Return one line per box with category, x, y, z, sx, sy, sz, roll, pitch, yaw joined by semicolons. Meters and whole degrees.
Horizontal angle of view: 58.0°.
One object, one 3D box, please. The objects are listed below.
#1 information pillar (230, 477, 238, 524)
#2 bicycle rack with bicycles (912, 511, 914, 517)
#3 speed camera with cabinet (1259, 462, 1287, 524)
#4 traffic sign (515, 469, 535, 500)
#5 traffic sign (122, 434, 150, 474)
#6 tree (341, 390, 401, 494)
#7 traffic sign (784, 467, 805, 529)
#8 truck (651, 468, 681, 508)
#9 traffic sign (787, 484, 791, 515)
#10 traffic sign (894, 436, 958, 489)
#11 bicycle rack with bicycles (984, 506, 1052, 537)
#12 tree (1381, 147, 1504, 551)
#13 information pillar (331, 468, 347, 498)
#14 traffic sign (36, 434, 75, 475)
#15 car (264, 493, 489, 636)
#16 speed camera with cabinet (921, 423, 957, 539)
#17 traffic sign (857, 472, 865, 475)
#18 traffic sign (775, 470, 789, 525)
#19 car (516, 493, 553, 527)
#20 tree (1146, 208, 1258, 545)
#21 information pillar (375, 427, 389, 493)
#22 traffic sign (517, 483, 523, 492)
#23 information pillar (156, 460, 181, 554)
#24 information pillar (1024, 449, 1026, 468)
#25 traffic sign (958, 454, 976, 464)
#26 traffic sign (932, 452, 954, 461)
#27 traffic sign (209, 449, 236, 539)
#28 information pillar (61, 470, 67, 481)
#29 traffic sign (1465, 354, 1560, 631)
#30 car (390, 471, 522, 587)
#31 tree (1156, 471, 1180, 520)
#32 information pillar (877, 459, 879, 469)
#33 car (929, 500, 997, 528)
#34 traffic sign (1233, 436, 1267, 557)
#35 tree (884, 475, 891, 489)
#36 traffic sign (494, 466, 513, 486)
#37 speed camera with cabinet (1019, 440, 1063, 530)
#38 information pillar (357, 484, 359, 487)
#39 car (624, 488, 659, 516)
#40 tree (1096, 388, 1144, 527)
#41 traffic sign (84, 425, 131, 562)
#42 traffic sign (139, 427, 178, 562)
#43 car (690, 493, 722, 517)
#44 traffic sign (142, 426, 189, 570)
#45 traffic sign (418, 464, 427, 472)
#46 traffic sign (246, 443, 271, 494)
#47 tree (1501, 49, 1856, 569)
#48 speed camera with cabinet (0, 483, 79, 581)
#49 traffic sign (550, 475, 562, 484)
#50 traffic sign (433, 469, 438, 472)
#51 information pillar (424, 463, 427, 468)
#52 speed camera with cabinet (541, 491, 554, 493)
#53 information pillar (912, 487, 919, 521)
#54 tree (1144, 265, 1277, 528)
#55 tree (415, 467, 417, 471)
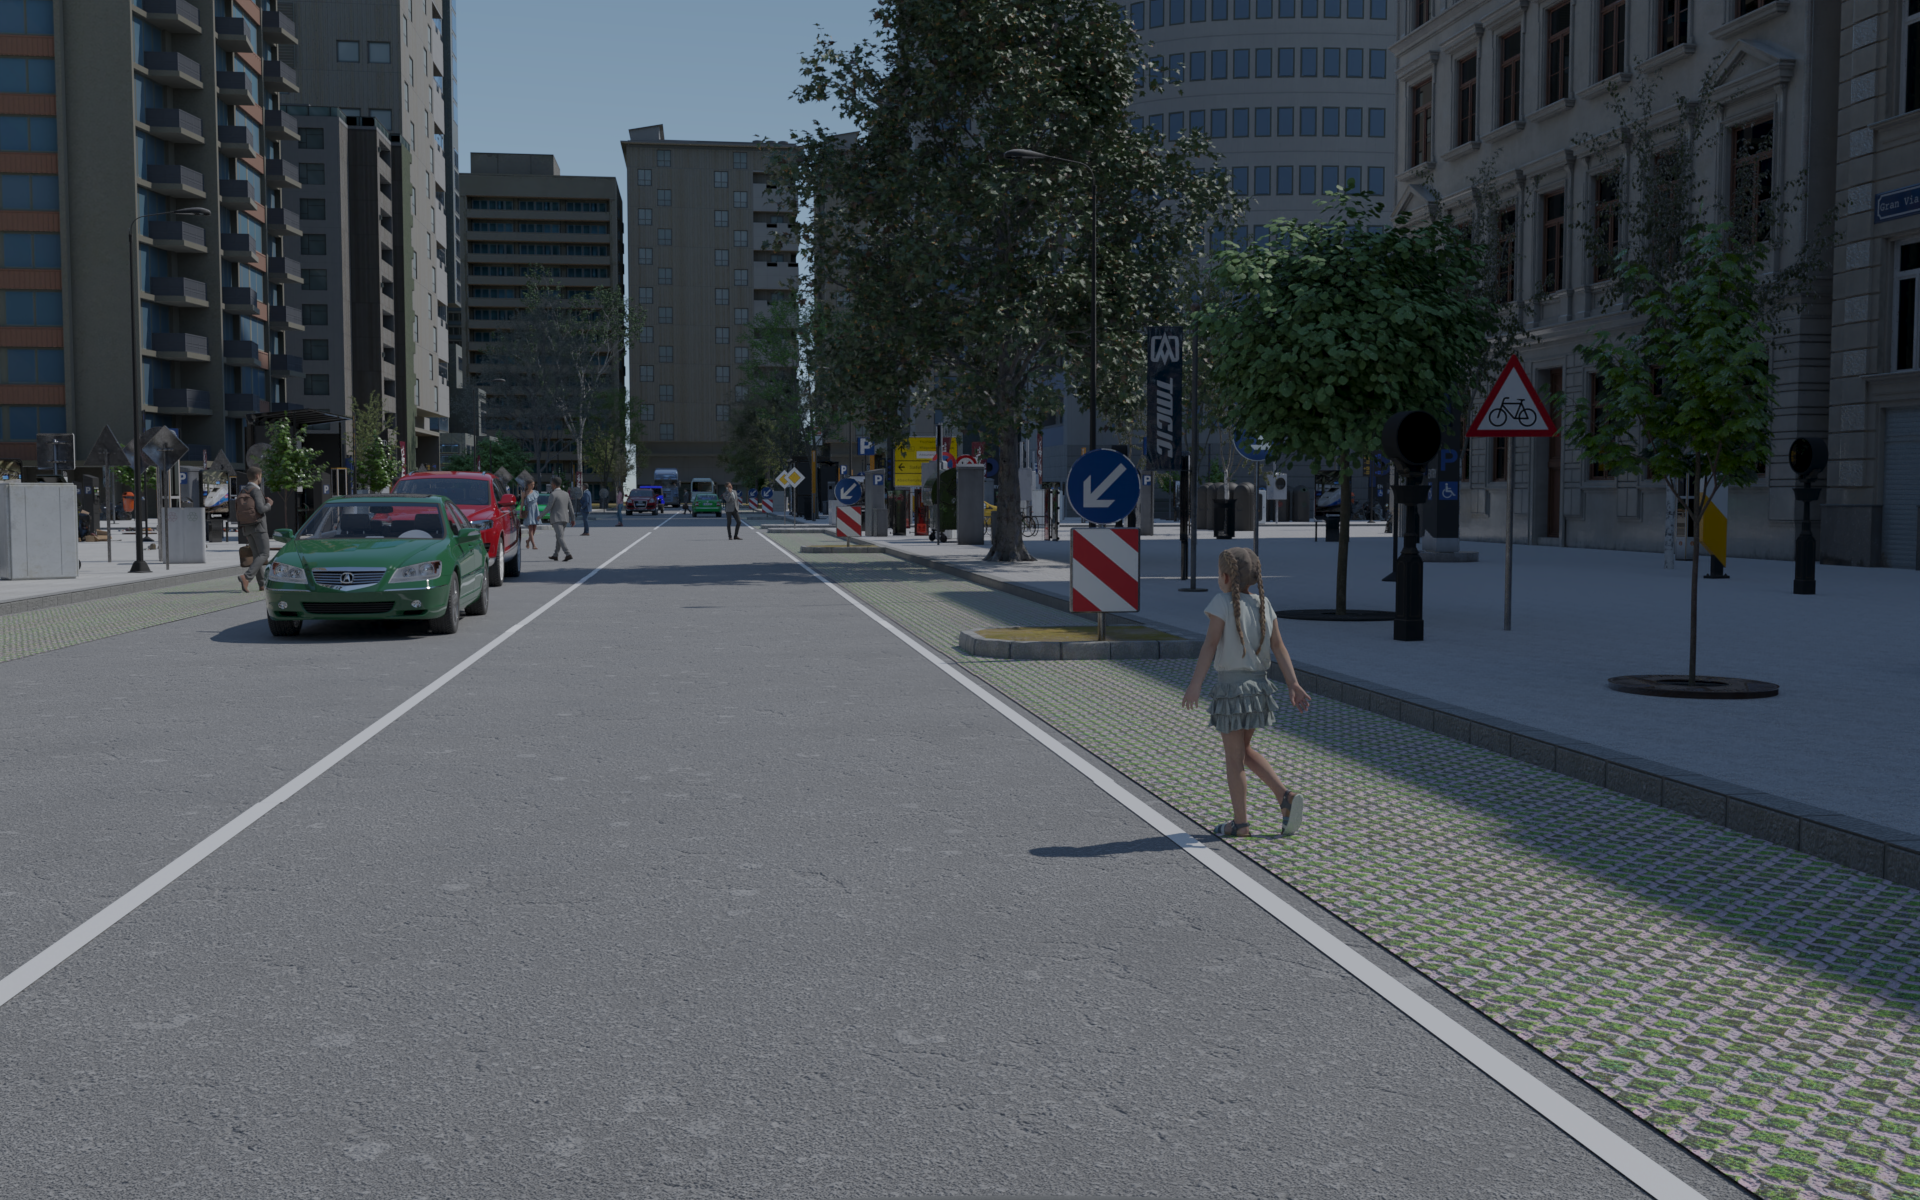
information pillar;-30.642;-4.199;73.150;0.304;2.012;0.304;-1;4;-14
bicycle rack with bicycles;-2.134;-5.033;95.667;2.925;0.926;2.852;0;4;5
speed camera with cabinet;13.028;-4.893;74.329;2.038;3.252;0.660;-2;4;-25
traffic sign;-17.659;-4.079;70.338;0.795;2.450;0.064;-1;4;-8
traffic sign;-15.635;-1.948;33.029;0.795;2.450;0.064;0;4;-7
tree;-42.130;-10.586;123.440;4.737;8.622;4.395;0;3;0
traffic sign;-6.108;-3.688;63.945;0.795;2.450;0.064;-1;4;-8
truck;-31.396;-12.008;186.089;2.967;4.110;18.799;-1;4;-8
traffic sign;-10.258;-6.272;104.672;0.606;2.300;0.079;0;4;-7
traffic sign;-1.190;-4.087;60.702;2.265;3.308;0.079;0;4;-2
bicycle rack with bicycles;1.536;-2.395;52.541;2.852;0.926;2.925;-2;4;-31
tree;10.848;-5.342;37.698;4.360;8.622;3.978;0;3;0
information pillar;-17.508;-2.715;48.879;0.304;2.012;0.304;3;4;38
traffic sign;-15.295;-1.663;29.320;0.606;2.300;0.079;0;4;-4
car;-6.304;-0.446;19.084;2.131;1.459;4.920;-1;4;-9
speed camera with cabinet;-0.522;-3.332;48.815;0.660;3.252;2.038;1;4;17
traffic sign;-5.598;-6.084;99.581;0.768;2.556;0.104;0;4;-5
traffic sign;-7.274;-4.171;71.845;0.795;2.450;0.064;-1;4;-8
car;-18.332;-4.064;75.247;1.959;1.807;4.718;-1;4;-9
tree;6.172;-5.716;43.826;4.737;8.622;4.395;0;3;0
information pillar;-20.244;-4.242;60.713;0.183;3.616;0.504;3;5;43
traffic sign;-27.916;-6.752;110.504;0.768;2.556;0.104;0;4;0
information pillar;-15.258;-1.768;33.406;0.304;2.012;0.304;1;4;15
information pillar;3.422;-6.041;90.122;0.183;3.616;0.504;2;4;34
traffic sign;0.191;-3.403;55.744;0.768;2.556;0.104;0;4;-3
traffic sign;-0.489;-3.170;51.929;0.768;2.556;0.104;0;4;-6
traffic sign;-21.274;-3.052;49.898;0.884;2.594;0.081;0;4;0
information pillar;-43.170;-5.634;83.475;0.183;3.616;0.504;0;4;-4
traffic sign;5.150;-0.992;16.218;0.884;2.594;0.081;0;4;-1
car;-8.370;-1.202;28.325;2.281;1.827;5.304;-1;4;-9
tree;10.461;-5.634;86.715;1.663;3.219;1.824;0;3;0
information pillar;-5.459;-7.588;115.415;0.183;3.616;0.504;-1;4;-8
car;0.366;-3.613;69.289;3.980;1.641;2.015;0;4;-7
traffic sign;4.564;-1.624;26.658;0.768;2.556;0.104;0;4;0
tree;-5.801;-8.189;128.492;1.663;3.219;1.824;0;3;0
traffic sign;-16.493;-3.596;62.438;0.795;2.450;0.064;-1;4;-8
speed camera with cabinet;2.889;-4.336;65.231;0.660;3.252;2.038;-3;4;-38
information pillar;-33.078;-5.547;95.180;0.304;2.012;0.304;-1;4;-15
car;-21.485;-6.628;117.042;2.281;1.827;5.304;0;4;-8
tree;5.972;-6.797;61.497;4.360;8.622;3.978;0;3;0
traffic sign;-15.957;-1.983;32.428;0.884;2.594;0.081;0;4;0
traffic sign;-15.162;-2.001;32.818;0.768;2.556;0.104;0;4;-6
car;-15.858;-6.088;108.327;1.959;1.807;4.718;-1;4;-10
traffic sign;-13.399;-1.715;29.224;0.795;2.450;0.064;0;4;1
traffic sign;-22.911;-4.516;73.846;0.884;2.594;0.081;0;4;-3
traffic sign;-17.389;-2.634;43.172;0.768;2.556;0.104;0;4;-7
tree;12.272;-4.821;29.178;4.360;8.622;3.978;0;3;0
speed camera with cabinet;-14.272;-1.915;25.652;0.660;3.252;2.038;3;5;45
traffic sign;-26.825;-7.027;114.991;0.768;2.556;0.104;0;4;-4
traffic sign;-23.850;-4.749;78.836;0.795;2.450;0.064;0;4;-4
information pillar;-40.602;-8.561;131.334;0.504;3.616;0.183;2;4;26
speed camera with cabinet;-31.323;-8.437;132.284;2.038;3.252;0.660;0;4;7
information pillar;-2.163;-5.641;83.581;0.504;3.616;0.183;-3;4;-38
tree;8.730;-6.440;55.650;4.360;8.622;3.978;0;3;0
tree;-37.381;-7.592;118.722;1.663;3.219;1.824;0;3;0
